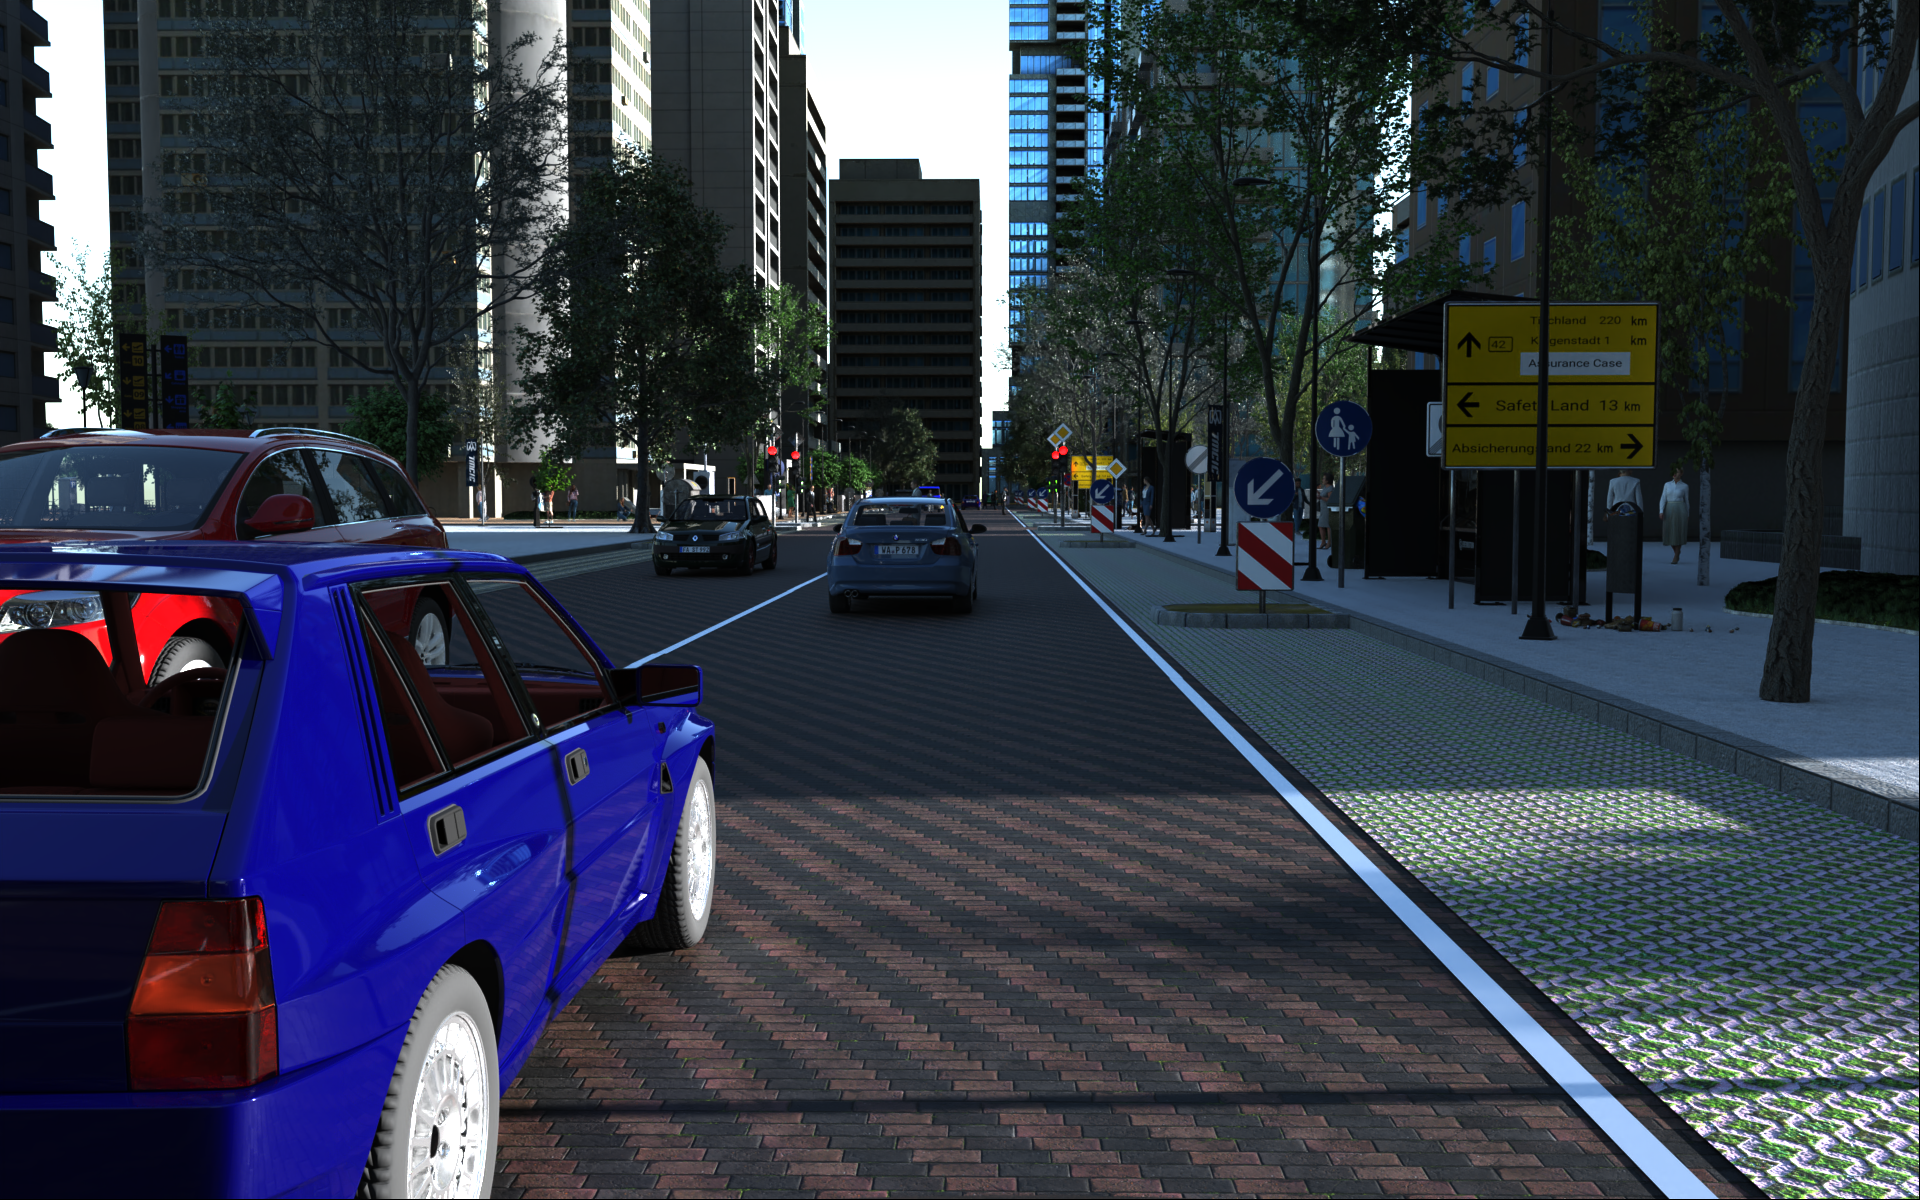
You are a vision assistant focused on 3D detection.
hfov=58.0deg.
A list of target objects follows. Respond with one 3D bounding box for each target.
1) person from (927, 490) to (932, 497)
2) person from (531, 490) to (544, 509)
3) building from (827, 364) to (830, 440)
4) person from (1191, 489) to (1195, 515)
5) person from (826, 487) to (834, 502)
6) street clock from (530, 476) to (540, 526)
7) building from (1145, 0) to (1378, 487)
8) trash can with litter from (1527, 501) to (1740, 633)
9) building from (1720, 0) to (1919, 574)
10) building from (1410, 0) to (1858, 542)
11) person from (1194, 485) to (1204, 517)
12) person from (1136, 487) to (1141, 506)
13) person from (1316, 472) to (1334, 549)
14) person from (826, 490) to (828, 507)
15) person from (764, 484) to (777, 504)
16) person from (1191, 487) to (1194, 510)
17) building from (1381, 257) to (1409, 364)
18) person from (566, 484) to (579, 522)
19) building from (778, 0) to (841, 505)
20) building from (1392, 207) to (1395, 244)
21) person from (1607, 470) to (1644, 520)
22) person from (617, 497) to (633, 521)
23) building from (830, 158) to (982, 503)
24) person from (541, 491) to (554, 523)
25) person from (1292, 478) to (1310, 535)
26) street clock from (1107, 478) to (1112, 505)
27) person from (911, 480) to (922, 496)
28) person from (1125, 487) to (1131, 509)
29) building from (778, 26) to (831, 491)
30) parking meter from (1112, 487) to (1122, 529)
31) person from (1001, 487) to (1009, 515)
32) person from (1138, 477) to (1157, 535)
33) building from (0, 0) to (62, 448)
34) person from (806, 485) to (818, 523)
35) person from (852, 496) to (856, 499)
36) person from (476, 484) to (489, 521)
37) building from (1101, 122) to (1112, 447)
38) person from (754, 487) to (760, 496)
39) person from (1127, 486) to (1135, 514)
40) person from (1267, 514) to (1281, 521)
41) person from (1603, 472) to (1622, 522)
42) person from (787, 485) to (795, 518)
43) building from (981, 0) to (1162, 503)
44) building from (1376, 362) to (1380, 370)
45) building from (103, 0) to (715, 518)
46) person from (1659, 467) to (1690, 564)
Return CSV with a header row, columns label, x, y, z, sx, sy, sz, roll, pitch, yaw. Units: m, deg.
label,x,y,z,sx,sy,sz,roll,pitch,yaw
person,-2.203,-7.338,129.018,0.519,1.759,0.362,-2,4,-33
person,-21.857,-5.102,89.815,0.721,1.781,0.623,0,4,7
building,-33.331,-25.238,257.679,28.899,21.520,27.650,0,4,1
person,14.045,-5.967,105.416,0.589,1.601,0.330,2,4,27
person,-10.394,-8.108,138.580,0.573,1.828,0.580,1,4,13
street clock,-16.817,-3.927,68.776,0.471,2.002,0.358,-3,5,-45
building,28.288,-33.784,171.980,23.786,49.044,30.456,0,4,1
trash can with litter,6.383,-0.360,16.946,1.678,1.210,2.233,-1,4,-10
building,24.688,-29.347,21.830,21.231,58.520,28.212,0,4,1
building,22.240,-24.562,51.696,14.600,45.320,14.200,0,4,1
person,13.322,-5.499,95.944,0.713,1.824,0.794,2,4,33
person,13.631,-7.588,130.085,0.794,1.824,0.713,-2,4,-33
person,8.400,-2.065,40.168,0.532,1.782,0.716,0,4,-7
person,-11.172,-8.642,147.318,0.794,1.824,0.713,0,4,-5
person,-9.680,-5.037,88.416,0.660,1.820,0.620,-1,4,-16
person,17.913,-7.827,134.244,0.641,1.798,0.478,-1,4,-12
building,59.767,-26.881,211.207,14.107,30.474,14.160,0,4,1
person,-18.125,-4.543,80.909,0.593,1.750,0.643,-1,4,-15
building,-30.788,-54.666,206.462,31.000,86.520,22.319,0,4,1
building,70.386,-36.565,247.948,14.200,45.320,14.600,0,4,1
person,10.720,-1.343,27.872,0.514,1.842,0.818,0,4,7
person,-15.952,-4.341,82.519,0.738,1.151,1.012,1,4,22
building,-7.586,-38.465,252.596,21.600,48.544,21.300,0,4,1
person,-18.109,-4.287,76.117,0.580,1.828,0.573,0,4,-4
person,10.505,-2.903,53.853,0.623,1.781,0.721,-3,4,-39
street clock,6.739,-4.509,78.299,0.358,2.002,0.471,0,4,3
person,-1.188,-2.326,46.655,0.853,1.813,0.709,-1,4,-11
person,12.536,-7.581,129.899,0.656,1.842,0.836,-3,5,-41
building,-25.788,-34.301,184.519,21.300,48.544,21.600,0,4,1
parking meter,5.773,-3.384,63.732,0.372,1.533,0.369,0,3,0
person,3.088,-6.765,118.472,0.474,1.900,0.648,1,4,17
person,5.912,-2.943,54.188,0.654,1.822,0.581,-1,4,-18
building,-67.044,-33.781,94.314,28.212,58.520,21.231,0,4,1
person,-6.895,-4.442,80.899,0.755,1.850,0.659,3,5,41
person,-8.924,-8.416,144.309,0.598,1.740,0.731,3,5,41
person,-22.908,-4.673,83.116,0.598,1.740,0.731,-1,4,-19
building,28.219,-35.687,203.087,23.786,49.044,30.456,0,4,1
person,-12.075,-5.867,102.148,0.592,1.802,0.473,1,4,22
person,11.065,-6.483,112.385,0.623,1.781,0.721,0,4,1
person,5.007,-1.066,27.757,0.394,1.301,0.425,0,4,-1
person,13.009,-1.675,34.016,0.643,1.750,0.593,-2,4,-24
person,-9.235,-5.385,94.328,0.600,1.795,0.529,3,4,37
building,18.726,-57.442,251.854,31.000,86.520,22.319,0,4,1
building,48.960,-25.105,255.510,28.899,21.520,27.650,0,4,1
building,-31.435,-25.055,101.527,32.217,40.220,23.993,0,4,1
person,13.185,-1.567,31.896,0.478,1.798,0.641,3,5,41
